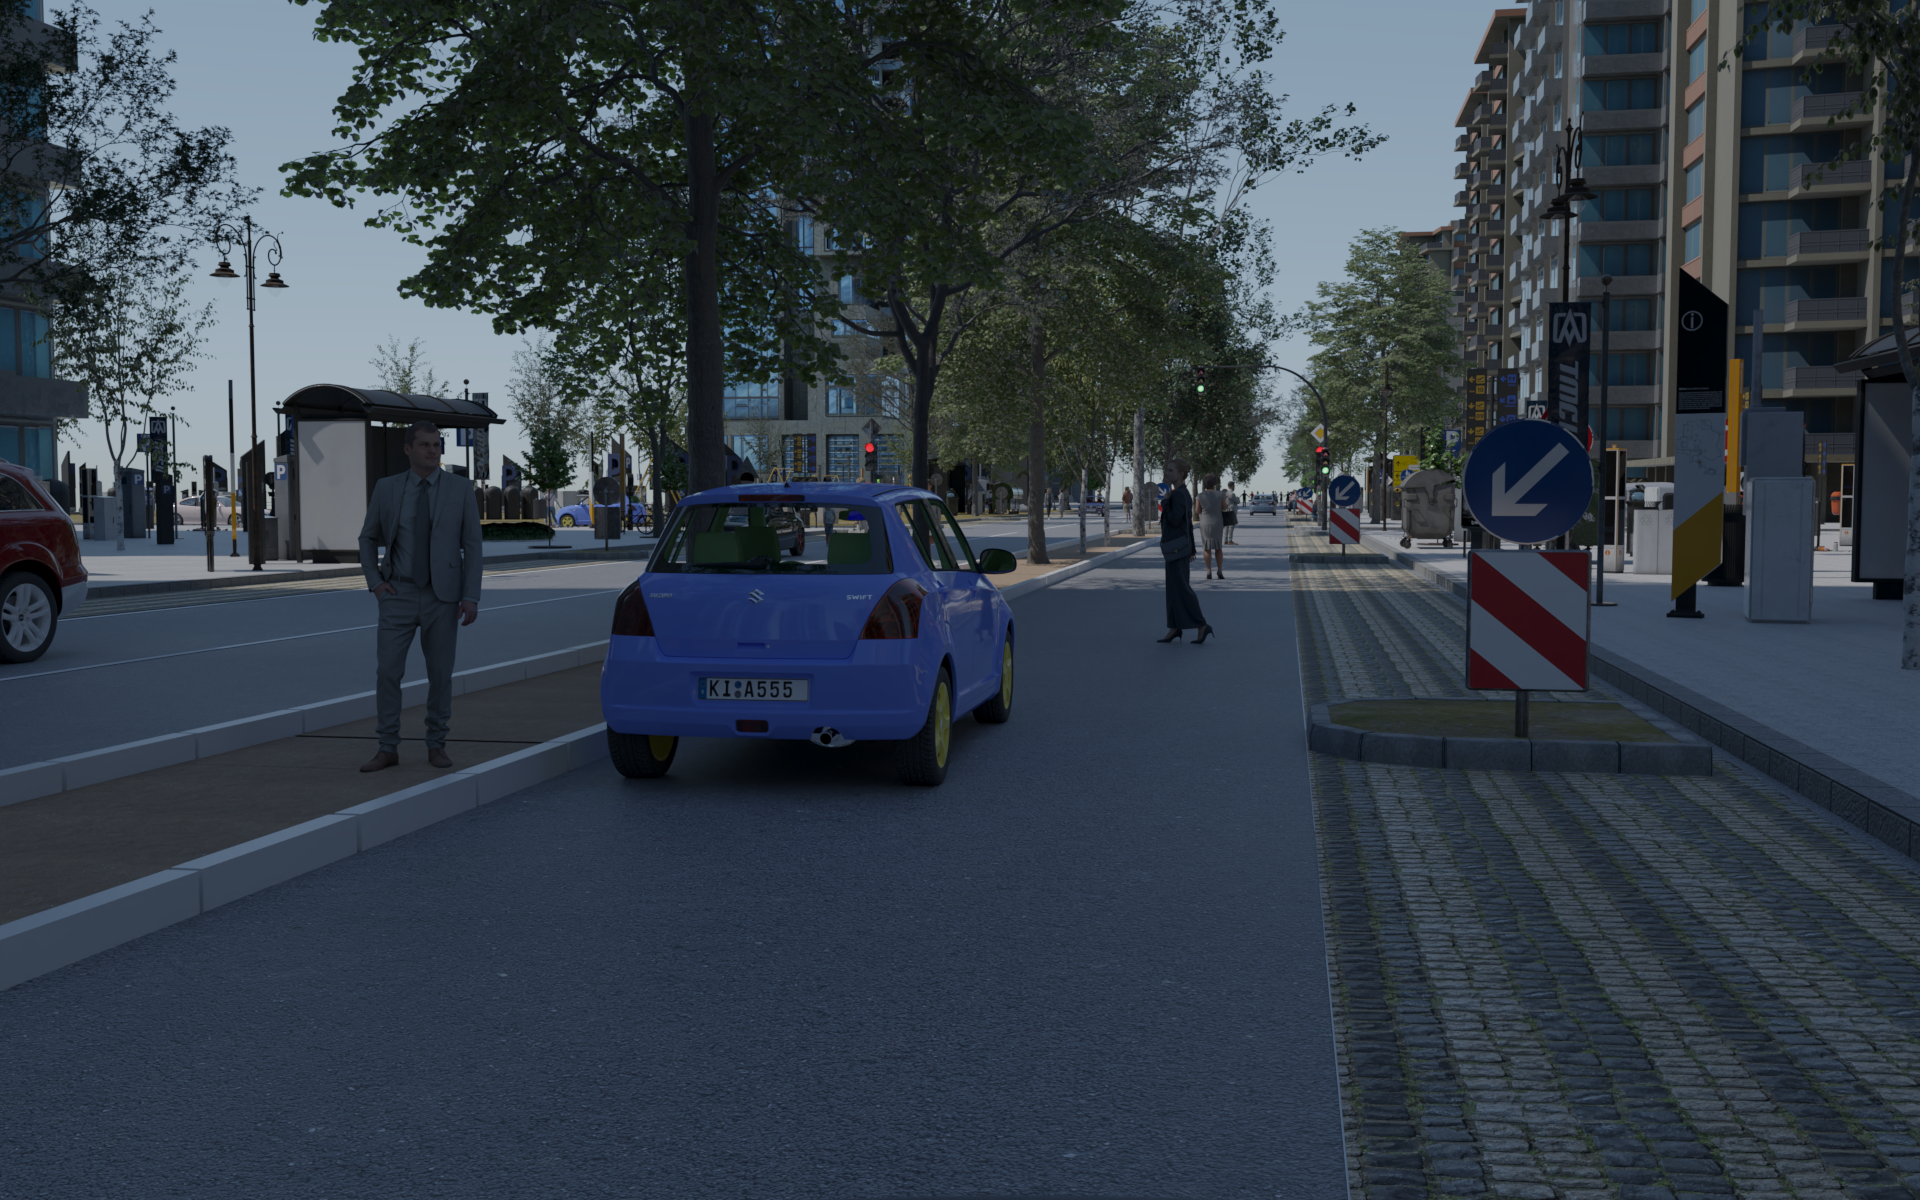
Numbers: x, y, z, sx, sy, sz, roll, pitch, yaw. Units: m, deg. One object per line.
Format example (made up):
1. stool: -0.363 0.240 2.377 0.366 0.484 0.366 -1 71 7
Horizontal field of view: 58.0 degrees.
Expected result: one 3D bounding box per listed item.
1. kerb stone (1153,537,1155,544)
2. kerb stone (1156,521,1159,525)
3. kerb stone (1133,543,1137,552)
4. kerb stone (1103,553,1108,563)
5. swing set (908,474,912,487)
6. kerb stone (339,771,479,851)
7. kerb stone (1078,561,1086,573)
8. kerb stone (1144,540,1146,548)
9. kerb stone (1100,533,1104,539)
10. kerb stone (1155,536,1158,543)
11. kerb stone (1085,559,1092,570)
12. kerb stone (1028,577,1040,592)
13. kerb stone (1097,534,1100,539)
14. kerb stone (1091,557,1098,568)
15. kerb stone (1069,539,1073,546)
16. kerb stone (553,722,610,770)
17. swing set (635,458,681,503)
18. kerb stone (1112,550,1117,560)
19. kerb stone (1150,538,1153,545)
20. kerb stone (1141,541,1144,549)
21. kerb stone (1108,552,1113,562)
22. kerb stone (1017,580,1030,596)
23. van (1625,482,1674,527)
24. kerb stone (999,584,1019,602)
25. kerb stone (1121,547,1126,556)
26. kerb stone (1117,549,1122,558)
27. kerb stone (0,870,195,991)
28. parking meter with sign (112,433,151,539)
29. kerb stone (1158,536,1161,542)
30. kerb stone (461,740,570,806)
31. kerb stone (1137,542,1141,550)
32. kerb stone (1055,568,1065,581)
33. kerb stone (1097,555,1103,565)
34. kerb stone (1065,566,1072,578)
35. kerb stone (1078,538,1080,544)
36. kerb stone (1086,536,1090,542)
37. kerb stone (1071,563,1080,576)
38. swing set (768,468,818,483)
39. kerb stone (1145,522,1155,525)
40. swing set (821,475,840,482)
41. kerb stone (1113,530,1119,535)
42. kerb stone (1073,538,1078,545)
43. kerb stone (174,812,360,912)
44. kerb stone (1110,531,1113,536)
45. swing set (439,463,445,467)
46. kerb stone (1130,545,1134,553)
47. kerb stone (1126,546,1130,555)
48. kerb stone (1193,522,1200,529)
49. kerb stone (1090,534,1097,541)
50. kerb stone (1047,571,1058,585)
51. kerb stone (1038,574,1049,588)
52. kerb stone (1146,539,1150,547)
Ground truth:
1. kerb stone: 5.332 -1.626 48.797 0.120 0.150 1.000 1 4 11
2. kerb stone: 9.004 -3.529 79.901 0.120 0.150 1.000 1 4 11
3. kerb stone: 4.207 -1.257 42.739 0.120 0.150 1.000 1 4 11
4. kerb stone: 2.887 -0.825 35.683 0.120 0.150 1.000 1 4 11
5. swing set: -3.110 -9.156 147.315 3.119 2.851 2.862 1 4 16
6. kerb stone: -2.366 0.902 7.448 0.120 0.150 1.000 1 4 11
7. kerb stone: 2.146 -0.574 31.644 0.120 0.150 1.000 1 4 11
8. kerb stone: 4.762 -1.442 45.768 0.120 0.150 1.000 1 4 11
9. kerb stone: 4.392 -2.019 55.199 0.120 0.150 1.000 1 4 11
10. kerb stone: 5.520 -1.686 49.802 0.120 0.150 1.000 1 4 11
11. kerb stone: 2.331 -0.639 32.649 0.120 0.150 1.000 1 4 11
12. kerb stone: 1.013 -0.208 25.596 0.120 0.150 1.000 1 4 11
13. kerb stone: 4.198 -1.957 54.192 0.120 0.150 1.000 1 4 11
14. kerb stone: 2.515 -0.701 33.658 0.120 0.150 1.000 1 4 11
15. kerb stone: 2.894 -1.526 47.148 0.120 0.150 1.000 1 4 11
16. kerb stone: -1.990 0.779 9.466 0.120 0.150 1.000 1 4 11
17. swing set: -13.392 -4.836 76.696 2.862 2.851 3.119 0 4 -4
18. kerb stone: 3.264 -0.948 37.708 0.120 0.150 1.000 1 4 11
19. kerb stone: 5.146 -1.565 47.788 0.120 0.150 1.000 1 4 11
20. kerb stone: 4.583 -1.380 44.762 0.120 0.150 1.000 1 4 11
21. kerb stone: 3.083 -0.887 36.695 0.120 0.150 1.000 1 4 11
22. kerb stone: 0.826 -0.146 24.590 0.120 0.150 1.000 1 4 11
23. van: 23.680 -3.384 62.333 4.112 2.044 2.013 1 4 12
24. kerb stone: 0.639 -0.085 23.585 0.120 0.150 1.000 1 4 11
25. kerb stone: 3.638 -1.069 39.718 0.120 0.150 1.000 1 4 11
26. kerb stone: 3.460 -1.010 38.711 0.120 0.150 1.000 1 4 11
27. kerb stone: -2.746 1.028 5.428 0.120 0.150 1.000 1 4 11
28. parking meter with sign: -24.045 -3.309 50.355 1.738 3.016 0.543 3 4 36
29. kerb stone: 5.719 -1.743 50.805 0.120 0.150 1.000 1 4 11
30. kerb stone: -2.175 0.841 8.453 0.120 0.150 1.000 1 4 11
31. kerb stone: 4.397 -1.319 43.757 0.120 0.150 1.000 1 4 11
32. kerb stone: 1.577 -0.393 28.627 0.120 0.150 1.000 1 4 11
33. kerb stone: 2.704 -0.762 34.677 0.120 0.150 1.000 1 4 11
34. kerb stone: 1.762 -0.452 29.633 0.120 0.150 1.000 1 4 11
35. kerb stone: 3.269 -1.649 49.165 0.120 0.150 1.000 1 4 11
36. kerb stone: 3.646 -1.772 51.174 0.120 0.150 1.000 1 4 11
37. kerb stone: 1.953 -0.511 30.640 0.120 0.150 1.000 1 4 11
38. swing set: -10.583 -6.554 104.776 2.862 2.851 3.119 1 4 16
39. kerb stone: 8.430 -3.339 76.873 0.120 0.150 1.000 1 4 11
40. swing set: -11.269 -8.933 143.679 2.862 2.851 3.119 3 4 37
41. kerb stone: 5.334 -2.327 60.258 0.120 0.150 1.000 1 4 11
42. kerb stone: 3.081 -1.588 48.160 0.120 0.150 1.000 1 4 11
43. kerb stone: -2.559 0.964 6.433 0.120 0.150 1.000 1 4 11
44. kerb stone: 4.962 -2.204 58.232 0.120 0.150 1.000 1 4 11
45. swing set: -26.744 -5.401 85.922 2.862 2.851 3.119 2 4 27
46. kerb stone: 4.022 -1.195 41.734 0.120 0.150 1.000 1 4 11
47. kerb stone: 3.842 -1.133 40.728 0.120 0.150 1.000 1 4 11
48. kerb stone: 10.313 -3.251 75.494 0.120 0.150 1.000 1 4 11
49. kerb stone: 4.017 -1.895 53.185 0.120 0.150 1.000 1 4 11
50. kerb stone: 1.396 -0.332 27.620 0.120 0.150 1.000 1 4 11
51. kerb stone: 1.200 -0.265 26.617 0.120 0.150 1.000 1 4 11
52. kerb stone: 4.957 -1.503 46.781 0.120 0.150 1.000 1 4 11
